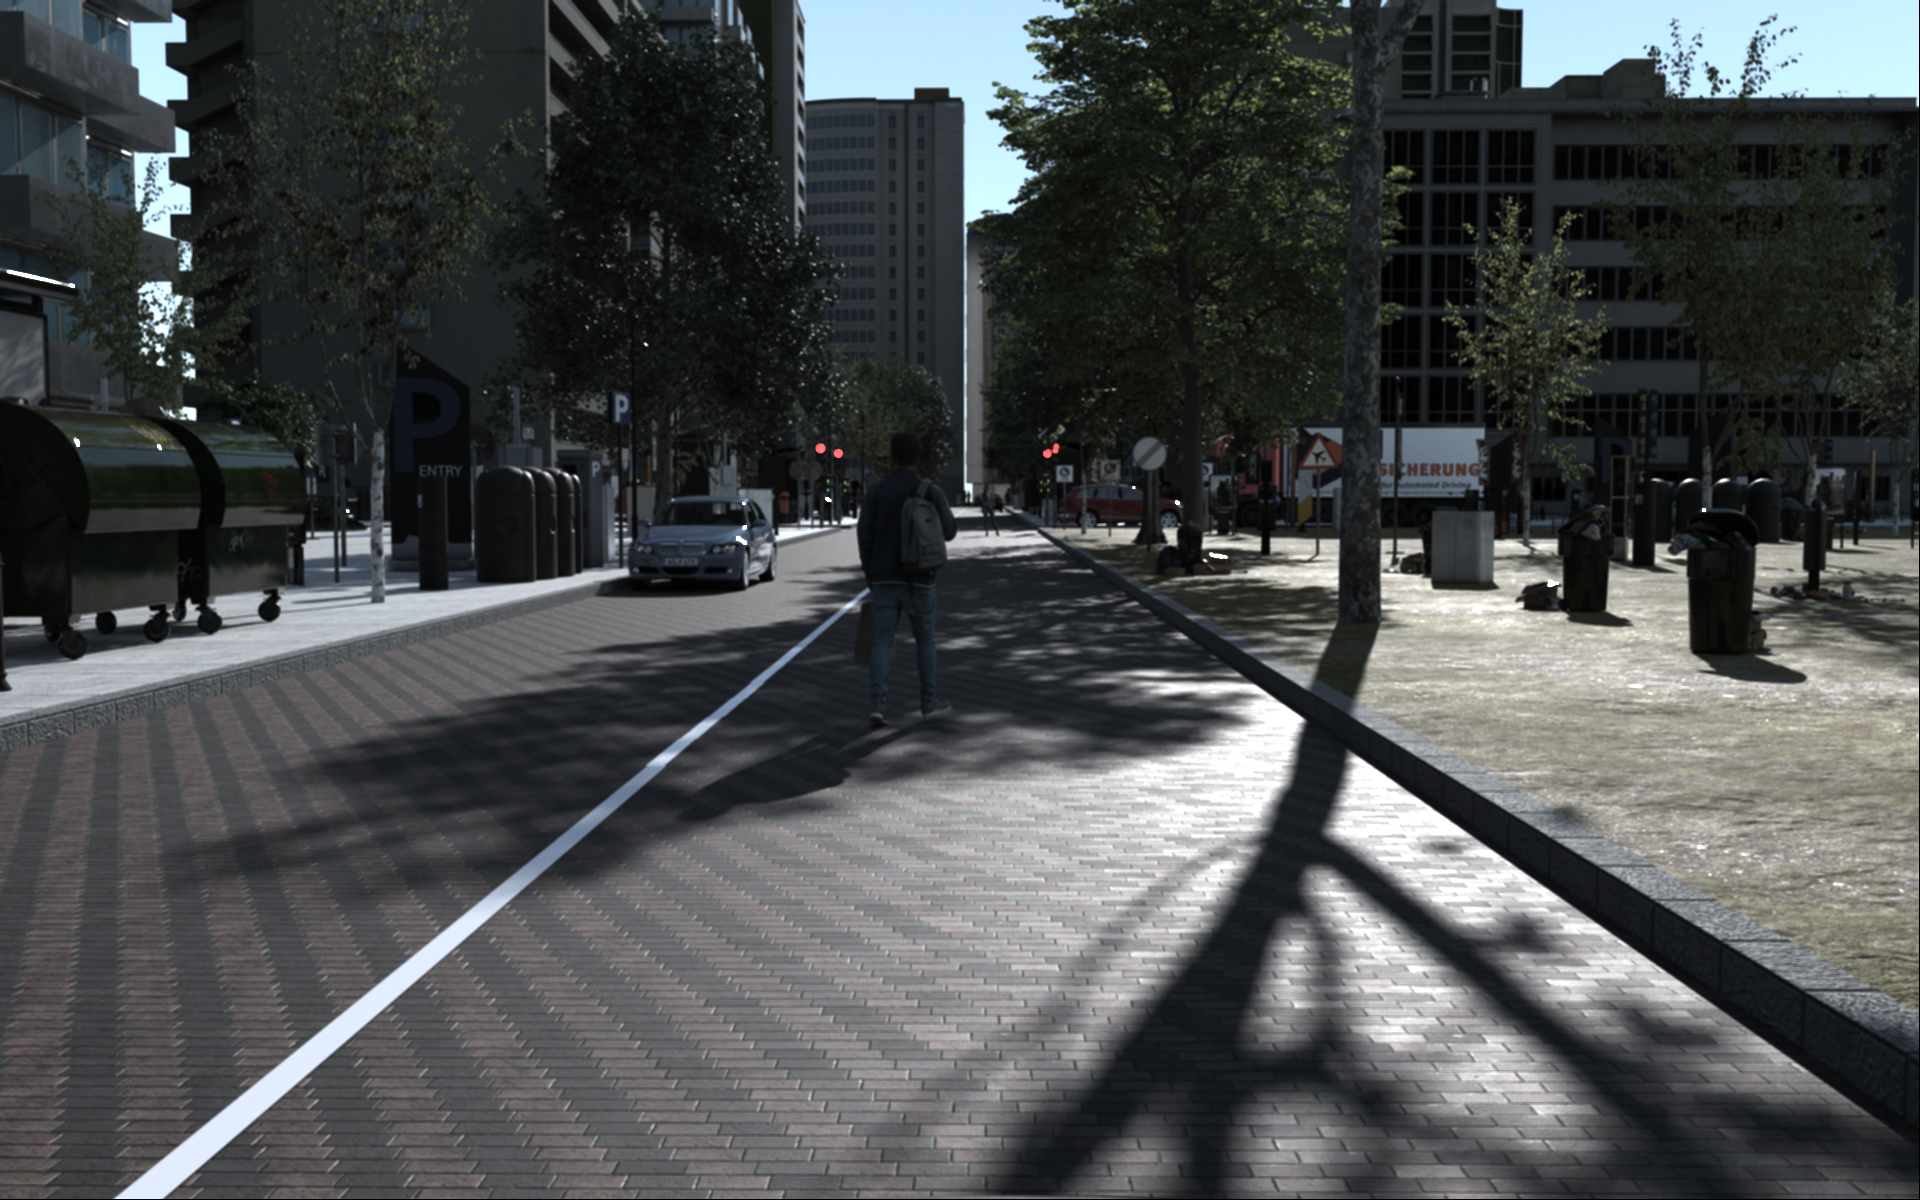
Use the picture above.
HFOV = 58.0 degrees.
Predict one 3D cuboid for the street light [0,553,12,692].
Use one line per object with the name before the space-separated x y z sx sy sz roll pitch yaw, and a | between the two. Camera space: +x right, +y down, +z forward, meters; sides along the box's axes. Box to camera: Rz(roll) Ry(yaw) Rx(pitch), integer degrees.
street light | -6.285 -2.344 11.114 0.468 5.910 1.993 0 4 1

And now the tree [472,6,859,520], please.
tree | -6.951 -7.581 40.954 9.611 12.733 9.660 0 3 0

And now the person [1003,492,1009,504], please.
person | 6.059 -13.407 228.416 0.721 1.735 1.217 -3 5 -44

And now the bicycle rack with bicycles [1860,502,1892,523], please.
bicycle rack with bicycles | 40.510 -3.919 77.464 2.925 0.926 2.852 -1 4 -21

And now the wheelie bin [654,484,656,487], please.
wheelie bin | -9.569 -2.880 54.995 0.693 1.594 0.980 -2 4 -30

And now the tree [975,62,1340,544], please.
tree | 5.042 -7.819 44.845 9.611 12.733 9.660 0 3 0

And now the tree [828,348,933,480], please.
tree | -5.654 -12.021 122.299 9.928 11.665 9.643 0 3 0

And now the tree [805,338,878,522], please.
tree | -6.245 -7.974 80.732 4.360 8.622 3.978 0 3 0

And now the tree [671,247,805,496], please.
tree | -6.984 -6.071 49.631 4.360 8.622 3.978 0 3 0

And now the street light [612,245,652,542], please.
street light | -6.110 -3.646 32.405 0.468 5.910 1.993 0 4 1

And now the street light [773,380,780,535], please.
street light | -5.715 -4.950 53.722 0.468 5.910 1.993 0 4 1

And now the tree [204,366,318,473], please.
tree | -18.057 -3.728 44.663 4.285 4.588 4.351 0 3 0

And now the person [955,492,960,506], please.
person | -0.214 -12.394 211.805 0.621 1.740 0.551 3 5 40

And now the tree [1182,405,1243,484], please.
tree | 11.525 -7.845 78.631 4.360 8.622 3.978 0 3 0

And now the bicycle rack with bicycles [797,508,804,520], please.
bicycle rack with bicycles | -9.159 -4.234 82.600 2.925 0.926 2.852 1 4 12

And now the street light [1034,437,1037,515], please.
street light | 4.552 -8.080 104.901 0.468 5.910 1.993 0 4 1

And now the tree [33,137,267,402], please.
tree | -17.266 -5.277 36.641 4.737 8.622 4.395 0 3 0

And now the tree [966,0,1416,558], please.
tree | 3.669 -6.826 29.737 7.486 12.596 7.792 0 3 0

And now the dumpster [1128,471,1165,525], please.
dumpster | 7.820 -4.320 73.132 1.502 2.255 1.985 0 4 1

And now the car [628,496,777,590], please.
car | -3.982 -0.940 27.370 2.014 1.417 4.499 0 4 2

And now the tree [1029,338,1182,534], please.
tree | 4.176 -6.400 55.002 4.360 8.622 3.978 0 3 0

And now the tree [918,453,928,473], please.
tree | -4.492 -14.900 193.973 4.360 8.622 3.978 0 3 0

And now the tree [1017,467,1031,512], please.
tree | 4.951 -7.885 123.525 1.663 3.219 1.824 0 3 0

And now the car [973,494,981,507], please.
car | 2.529 -11.130 193.765 2.131 1.459 4.920 0 4 1

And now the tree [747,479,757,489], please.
tree | -13.563 -7.690 120.340 1.663 3.219 1.824 0 3 0

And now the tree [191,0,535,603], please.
tree | -6.984 -4.288 20.468 4.360 8.622 3.978 0 3 0

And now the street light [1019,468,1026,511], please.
street light | 4.766 -9.390 126.316 0.468 5.910 1.993 0 4 1

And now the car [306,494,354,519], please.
car | -26.317 -3.617 68.929 4.222 1.686 2.009 0 4 -1

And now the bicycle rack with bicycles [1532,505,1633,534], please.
bicycle rack with bicycles | 20.626 -2.602 55.917 2.925 0.926 2.852 -3 5 -41

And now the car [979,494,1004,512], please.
car | 2.559 -7.872 138.492 2.009 1.686 4.222 0 4 1

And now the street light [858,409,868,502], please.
street light | -5.305 -7.443 94.488 0.468 5.910 1.993 0 4 1

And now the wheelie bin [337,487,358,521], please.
wheelie bin | -26.732 -4.133 75.480 0.693 1.594 0.980 2 4 29

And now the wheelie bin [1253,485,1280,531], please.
wheelie bin | 10.730 -3.223 60.599 0.980 1.594 0.693 1 4 16

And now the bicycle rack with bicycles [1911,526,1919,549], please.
bicycle rack with bicycles | 23.601 -1.650 40.352 2.852 0.926 2.925 -1 4 -15

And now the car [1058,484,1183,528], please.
car | 6.514 -3.657 68.471 5.304 1.827 2.281 0 4 1

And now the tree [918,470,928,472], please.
tree | -4.701 -12.488 187.886 4.285 4.588 4.351 0 3 0

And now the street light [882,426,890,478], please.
street light | -4.954 -8.739 115.674 0.468 5.910 1.993 0 4 1

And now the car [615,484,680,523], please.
car | -11.154 -3.680 68.849 5.304 1.827 2.281 0 4 -1

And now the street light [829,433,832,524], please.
street light | -5.480 -6.133 73.065 0.468 5.910 1.993 0 4 1

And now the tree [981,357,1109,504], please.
tree | 5.092 -10.042 98.601 7.601 10.594 8.767 1 4 12

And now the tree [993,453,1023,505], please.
tree | 6.187 -15.867 209.792 4.737 8.622 4.395 0 3 0

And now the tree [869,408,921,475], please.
tree | -5.124 -11.770 142.807 4.737 8.622 4.395 0 3 0

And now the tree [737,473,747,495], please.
tree | -16.526 -8.099 127.019 1.663 3.219 1.824 0 3 0

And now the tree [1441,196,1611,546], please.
tree | 13.966 -5.636 42.516 4.360 8.622 3.978 0 3 0

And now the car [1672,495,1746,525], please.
car | 28.803 -3.664 68.696 4.718 1.807 1.959 0 4 2

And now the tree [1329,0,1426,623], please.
tree | 5.345 -9.802 16.157 12.611 20.169 13.585 0 3 0

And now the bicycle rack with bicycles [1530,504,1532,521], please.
bicycle rack with bicycles | 26.855 -4.257 82.988 2.852 0.926 2.925 1 4 18

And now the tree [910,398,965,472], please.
tree | -4.438 -18.318 209.873 12.009 13.543 11.850 0 3 0

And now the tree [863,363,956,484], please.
tree | -4.997 -16.118 170.180 9.857 13.997 8.962 0 3 0

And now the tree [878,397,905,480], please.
tree | -5.610 -9.427 104.485 4.360 8.622 3.978 0 3 0

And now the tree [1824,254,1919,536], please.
tree | 28.342 -6.236 52.329 4.360 8.622 3.978 0 3 0

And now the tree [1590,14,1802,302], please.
tree | 12.007 -4.693 27.093 4.737 8.622 4.395 0 3 0
